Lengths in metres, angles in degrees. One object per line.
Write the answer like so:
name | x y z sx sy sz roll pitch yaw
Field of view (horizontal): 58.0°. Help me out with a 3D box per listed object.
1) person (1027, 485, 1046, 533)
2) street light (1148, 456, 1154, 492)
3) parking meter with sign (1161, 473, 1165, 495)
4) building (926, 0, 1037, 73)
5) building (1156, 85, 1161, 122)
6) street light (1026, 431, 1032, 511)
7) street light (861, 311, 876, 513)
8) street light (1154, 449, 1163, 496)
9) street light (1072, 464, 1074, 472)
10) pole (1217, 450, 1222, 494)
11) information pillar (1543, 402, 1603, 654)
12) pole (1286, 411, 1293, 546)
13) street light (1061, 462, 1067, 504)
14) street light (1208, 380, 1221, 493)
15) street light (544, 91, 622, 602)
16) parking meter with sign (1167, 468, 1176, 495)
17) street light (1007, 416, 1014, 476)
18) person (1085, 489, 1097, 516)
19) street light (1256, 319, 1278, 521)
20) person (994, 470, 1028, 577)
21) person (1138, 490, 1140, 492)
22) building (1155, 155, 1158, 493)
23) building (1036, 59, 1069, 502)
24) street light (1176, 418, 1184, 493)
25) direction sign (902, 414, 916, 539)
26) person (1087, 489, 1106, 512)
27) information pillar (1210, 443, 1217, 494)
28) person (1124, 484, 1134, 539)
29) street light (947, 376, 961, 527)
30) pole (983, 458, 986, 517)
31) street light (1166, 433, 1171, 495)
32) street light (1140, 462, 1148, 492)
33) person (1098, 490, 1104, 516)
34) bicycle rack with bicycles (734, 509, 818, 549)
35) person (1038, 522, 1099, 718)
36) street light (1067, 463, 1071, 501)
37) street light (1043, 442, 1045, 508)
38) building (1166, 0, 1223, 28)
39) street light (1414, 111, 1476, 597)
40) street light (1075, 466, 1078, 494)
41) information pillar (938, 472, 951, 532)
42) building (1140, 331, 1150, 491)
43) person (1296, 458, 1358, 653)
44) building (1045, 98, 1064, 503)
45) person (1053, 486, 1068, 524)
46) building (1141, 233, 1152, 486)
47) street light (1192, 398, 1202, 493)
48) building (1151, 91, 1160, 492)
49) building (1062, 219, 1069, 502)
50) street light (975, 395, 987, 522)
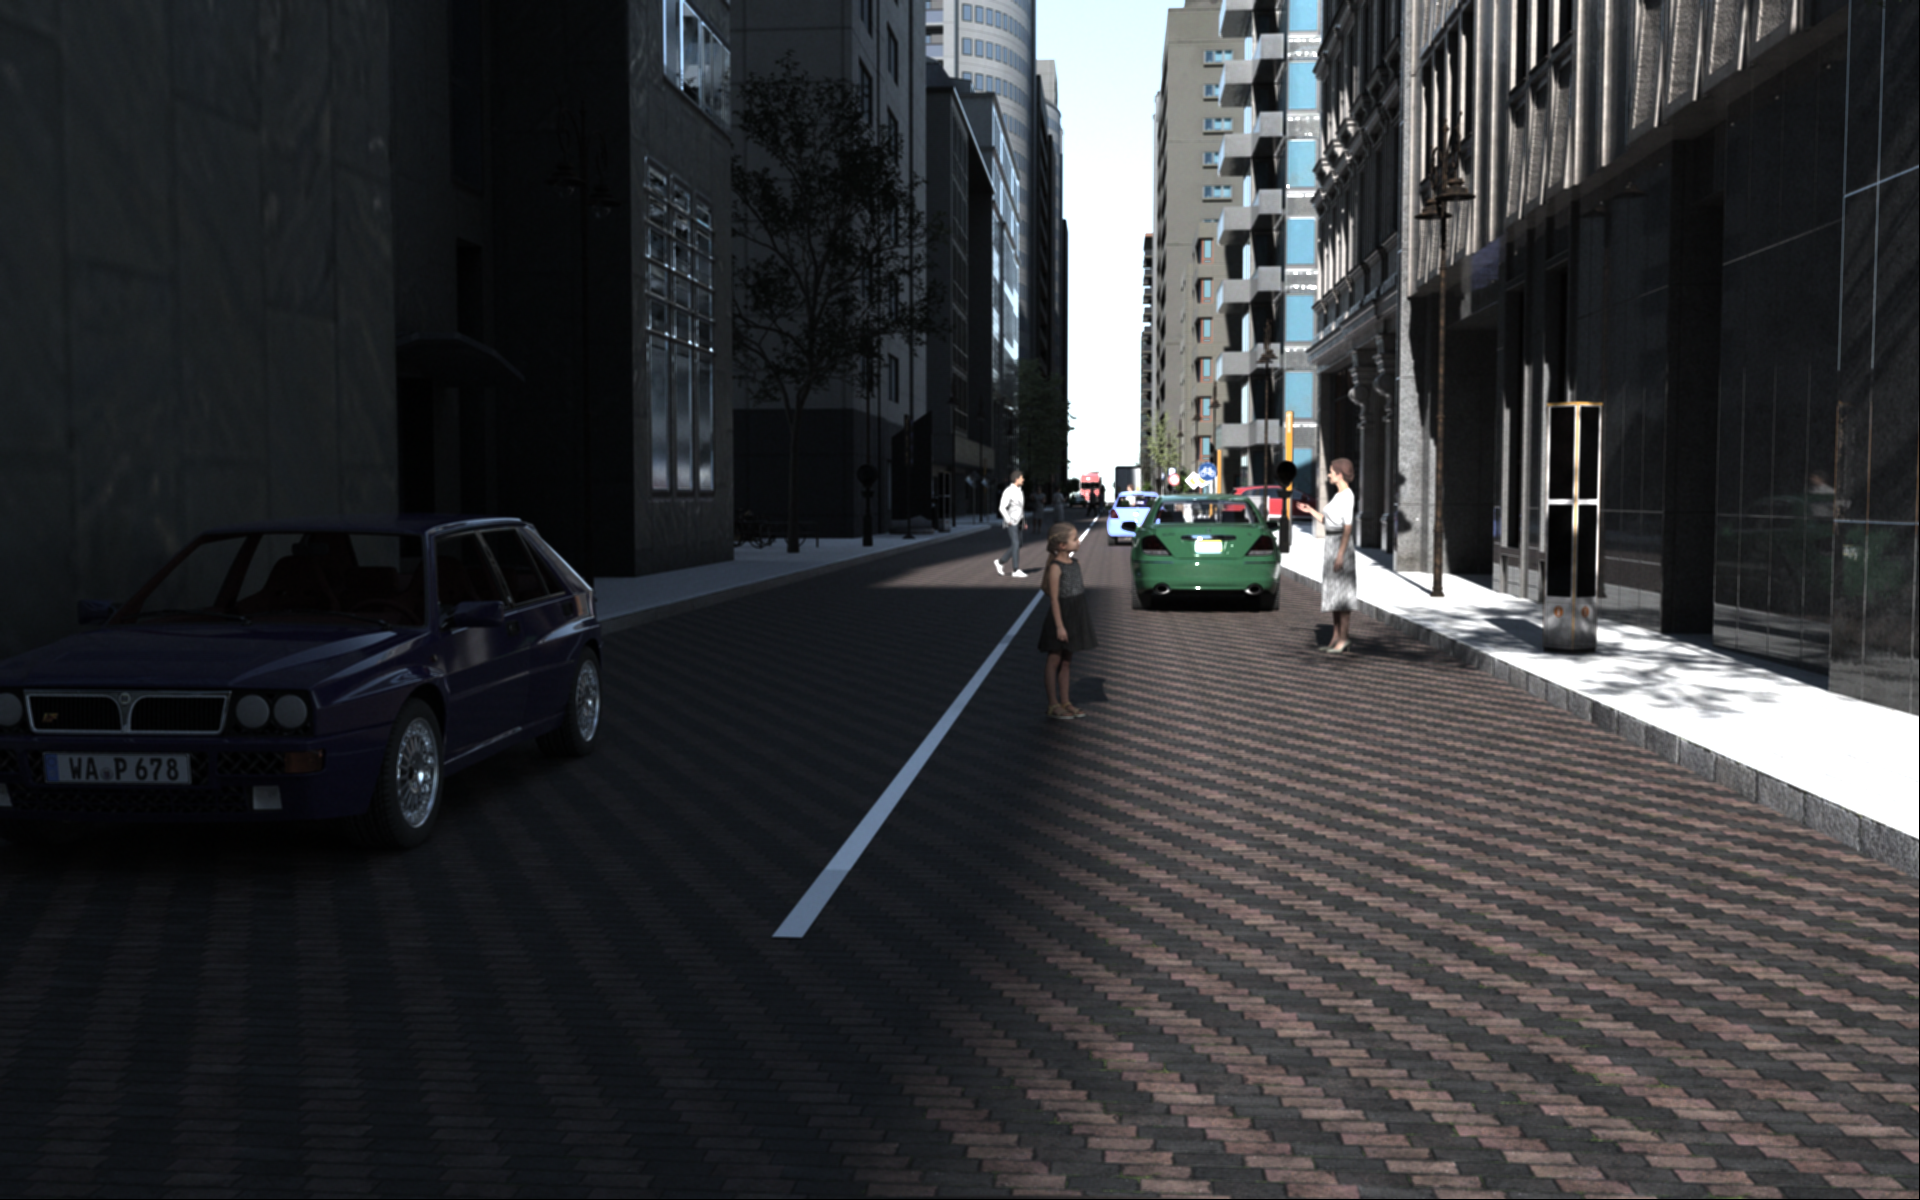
person | 2.796 -3.352 63.667 0.716 1.782 0.532 0 4 4
street light | 20.215 -12.733 180.976 0.468 5.910 1.993 0 4 5
parking meter with sign | 17.579 -9.003 143.458 1.738 3.016 0.543 -1 4 -20
building | -3.730 -38.319 168.510 21.231 58.520 28.212 0 4 5
building | 38.671 -38.095 212.084 28.713 52.752 27.495 0 4 5
street light | 5.105 -9.448 127.260 0.468 5.910 1.993 0 4 5
street light | -2.333 -4.354 43.969 0.468 5.910 1.993 0 4 5
street light | 18.089 -11.288 157.353 0.468 5.910 1.993 0 4 5
street light | 15.117 -16.288 239.100 0.468 5.910 1.993 0 4 5
pole | 11.997 -5.278 80.140 0.158 3.312 0.155 0 3 0
information pillar | 4.943 -0.581 13.987 0.304 2.012 0.304 -2 4 -32
pole | 8.133 -2.995 42.806 0.158 3.312 0.155 0 3 0
street light | 11.998 -14.123 203.691 0.468 5.910 1.993 0 4 5
street light | 10.307 -5.957 70.179 0.468 5.910 1.993 0 4 5
street light | -4.416 -2.916 20.463 0.468 5.910 1.993 0 4 5
parking meter with sign | 14.443 -7.267 115.074 0.543 3.016 1.738 -1 4 -21
street light | 2.998 -7.972 103.128 0.468 5.910 1.993 0 4 5
person | 8.453 -6.276 111.512 0.834 1.777 0.661 2 4 34
street light | 8.112 -4.470 45.875 0.468 5.910 1.993 0 4 5
person | 0.878 -1.337 30.210 0.795 1.843 0.661 2 4 34
person | 15.554 -8.662 150.463 0.374 1.781 0.599 1 4 14
building | 32.325 -34.525 188.178 21.300 48.544 21.600 0 4 5
building | 8.193 -52.138 290.713 20.563 71.187 20.611 0 4 5
street light | 13.422 -8.126 105.647 0.468 5.910 1.993 0 4 5
direction sign | -1.466 -3.525 49.625 0.379 3.537 0.876 1 4 14
person | 10.666 -7.719 134.925 1.509 1.804 0.699 0 4 -8
information pillar | 11.494 -5.340 78.667 0.183 3.616 0.504 -2 4 -24
person | 5.311 -2.803 54.900 0.524 1.755 0.480 -2 4 -27
street light | -0.239 -5.822 67.982 0.468 5.910 1.993 0 4 5
pole | 1.421 -6.419 98.792 0.158 3.312 0.155 0 3 0
street light | 15.573 -9.563 129.146 0.468 5.910 1.993 0 4 5
street light | 24.450 -15.662 228.861 0.468 5.910 1.993 0 4 5
person | 9.349 -6.452 114.827 0.643 1.720 0.563 -2 4 -24
bicycle rack with bicycles | -4.892 -1.733 41.713 2.925 0.926 2.852 -3 5 -45
person | 0.705 0.122 11.177 0.373 1.253 0.362 3 5 40
street light | 13.996 -15.571 227.369 0.468 5.910 1.993 0 4 5
street light | 7.608 -11.199 155.888 0.468 5.910 1.993 0 4 5
building | 30.249 -33.212 166.717 21.300 48.544 21.600 0 4 5
street light | 5.967 -2.977 21.468 0.468 5.910 1.993 0 4 5
street light | 17.177 -17.734 262.733 0.468 5.910 1.993 0 4 5
information pillar | -0.530 -3.290 58.284 0.304 2.012 0.304 -3 5 -43
building | 38.645 -32.555 303.978 14.160 30.474 14.107 0 4 5
person | 3.349 -0.406 15.716 0.524 1.755 0.480 0 4 -3
building | 4.045 -43.473 252.776 21.231 58.520 28.212 0 4 5
person | 3.774 -3.445 65.401 0.480 1.755 0.524 2 4 30
building | 40.736 -38.361 281.824 22.147 44.769 28.867 0 4 5
street light | 11.219 -6.689 82.152 0.468 5.910 1.993 0 4 5
building | 38.599 -43.484 252.958 21.231 58.520 28.212 0 4 5
building | 10.010 -38.152 273.899 14.600 45.320 14.200 0 4 5
street light | 0.967 -6.534 79.619 0.468 5.910 1.993 0 4 5
